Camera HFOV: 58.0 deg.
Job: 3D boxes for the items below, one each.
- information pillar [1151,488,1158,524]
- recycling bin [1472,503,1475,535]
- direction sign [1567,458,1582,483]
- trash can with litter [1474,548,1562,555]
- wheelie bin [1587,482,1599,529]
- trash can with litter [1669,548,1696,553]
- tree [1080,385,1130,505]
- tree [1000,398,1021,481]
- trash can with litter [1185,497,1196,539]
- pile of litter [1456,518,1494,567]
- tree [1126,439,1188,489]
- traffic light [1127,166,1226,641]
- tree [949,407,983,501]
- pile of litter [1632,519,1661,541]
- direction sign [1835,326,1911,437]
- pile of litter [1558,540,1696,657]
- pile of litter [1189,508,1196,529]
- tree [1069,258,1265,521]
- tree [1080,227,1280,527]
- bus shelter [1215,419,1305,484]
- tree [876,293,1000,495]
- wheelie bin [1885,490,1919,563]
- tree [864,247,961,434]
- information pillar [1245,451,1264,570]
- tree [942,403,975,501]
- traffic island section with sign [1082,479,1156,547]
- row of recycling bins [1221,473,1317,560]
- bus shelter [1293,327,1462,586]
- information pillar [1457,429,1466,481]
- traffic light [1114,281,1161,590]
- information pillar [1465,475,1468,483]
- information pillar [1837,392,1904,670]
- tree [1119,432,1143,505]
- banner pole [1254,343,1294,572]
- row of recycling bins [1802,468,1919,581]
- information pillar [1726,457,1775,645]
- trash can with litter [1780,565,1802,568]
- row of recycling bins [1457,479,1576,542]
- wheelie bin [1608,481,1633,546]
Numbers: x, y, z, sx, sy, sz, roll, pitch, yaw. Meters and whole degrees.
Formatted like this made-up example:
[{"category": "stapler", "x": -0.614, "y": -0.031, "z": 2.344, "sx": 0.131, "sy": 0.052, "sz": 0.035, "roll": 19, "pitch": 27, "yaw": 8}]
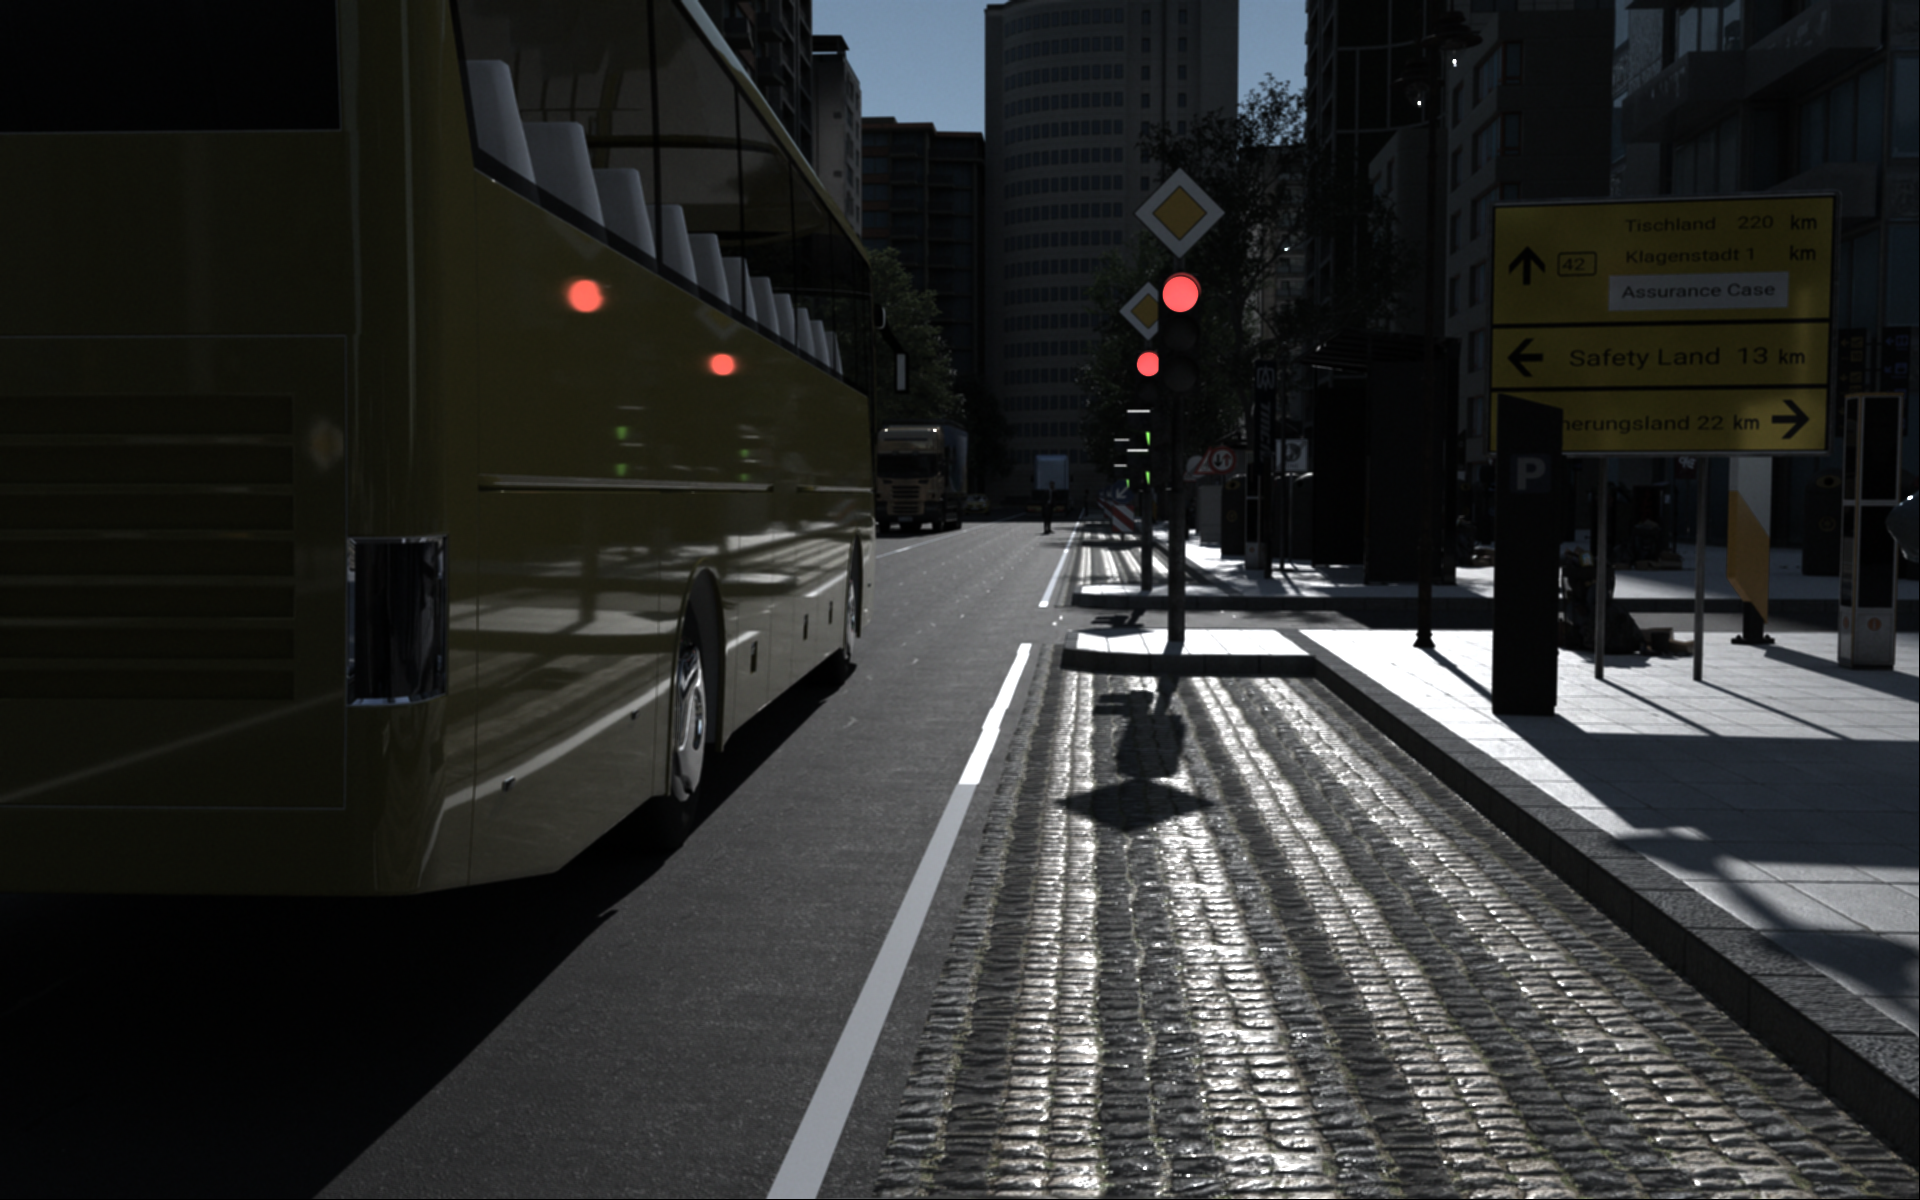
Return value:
[{"category": "information pillar", "x": 8.293, "y": -5.071, "z": 74.258, "sx": 0.183, "sy": 3.616, "sz": 0.504, "roll": -2, "pitch": 4, "yaw": -24}, {"category": "recycling bin", "x": 14.118, "y": -2.243, "z": 49.223, "sx": 0.722, "sy": 1.027, "sz": 0.722, "roll": -1, "pitch": 4, "yaw": -17}, {"category": "direction sign", "x": 20.526, "y": -4.057, "z": 58.322, "sx": 0.876, "sy": 3.537, "sz": 0.379, "roll": -1, "pitch": 4, "yaw": -8}, {"category": "trash can with litter", "x": 11.421, "y": -1.530, "z": 36.072, "sx": 2.233, "sy": 1.210, "sz": 1.678, "roll": 2, "pitch": 4, "yaw": 26}, {"category": "wheelie bin", "x": 16.490, "y": -2.228, "z": 44.344, "sx": 0.980, "sy": 1.594, "sz": 0.693, "roll": -2, "pitch": 4, "yaw": -33}, {"category": "trash can with litter", "x": 15.446, "y": -1.687, "z": 38.640, "sx": 1.678, "sy": 1.210, "sz": 2.233, "roll": 1, "pitch": 4, "yaw": 17}, {"category": "tree", "x": 13.934, "y": -13.879, "z": 145.051, "sx": 7.486, "sy": 12.596, "sz": 7.792, "roll": 0, "pitch": 3, "yaw": 0}, {"category": "tree", "x": 0.895, "y": -14.693, "z": 157.240, "sx": 9.611, "sy": 12.733, "sz": 9.660, "roll": 0, "pitch": 3, "yaw": 0}, {"category": "trash can with litter", "x": 6.319, "y": -2.316, "z": 49.251, "sx": 0.624, "sy": 1.170, "sz": 1.055, "roll": 1, "pitch": 4, "yaw": 10}, {"category": "pile of litter", "x": 9.334, "y": -1.055, "z": 31.222, "sx": 1.719, "sy": 0.858, "sz": 1.176, "roll": -3, "pitch": 5, "yaw": -44}, {"category": "tree", "x": 13.741, "y": -10.926, "z": 128.999, "sx": 4.737, "sy": 8.622, "sz": 4.395, "roll": 0, "pitch": 3, "yaw": 0}, {"category": "traffic light", "x": 1.873, "y": -1.597, "z": 15.034, "sx": 0.839, "sy": 4.253, "sz": 0.868, "roll": 0, "pitch": 4, "yaw": 4}, {"category": "tree", "x": -0.295, "y": -11.987, "z": 146.351, "sx": 4.737, "sy": 8.622, "sz": 4.395, "roll": 0, "pitch": 3, "yaw": 0}, {"category": "pile of litter", "x": 11.721, "y": -0.939, "z": 29.322, "sx": 1.719, "sy": 0.858, "sz": 1.176, "roll": 1, "pitch": 4, "yaw": 21}, {"category": "direction sign", "x": 12.415, "y": -1.934, "z": 23.622, "sx": 0.876, "sy": 3.537, "sz": 0.379, "roll": 2, "pitch": 4, "yaw": 28}, {"category": "pile of litter", "x": 5.403, "y": -0.029, "z": 14.432, "sx": 1.176, "sy": 0.858, "sz": 1.719, "roll": 0, "pitch": 4, "yaw": -4}, {"category": "pile of litter", "x": 8.850, "y": -3.092, "z": 64.527, "sx": 1.176, "sy": 0.858, "sz": 1.719, "roll": 0, "pitch": 4, "yaw": -2}, {"category": "tree", "x": 9.843, "y": -10.163, "z": 83.177, "sx": 9.611, "sy": 12.733, "sz": 9.660, "roll": 0, "pitch": 3, "yaw": 0}, {"category": "tree", "x": 8.381, "y": -8.607, "z": 66.481, "sx": 9.928, "sy": 11.665, "sz": 9.643, "roll": 0, "pitch": 3, "yaw": 0}, {"category": "bus shelter", "x": 8.451, "y": -3.384, "z": 49.249, "sx": 2.014, "sy": 3.302, "sz": 5.546, "roll": 0, "pitch": 4, "yaw": 4}, {"category": "tree", "x": -3.685, "y": -11.037, "z": 97.461, "sx": 9.611, "sy": 12.733, "sz": 9.660, "roll": 0, "pitch": 3, "yaw": 0}, {"category": "wheelie bin", "x": 2.979, "y": 0.204, "z": 4.573, "sx": 0.980, "sy": 1.594, "sz": 0.693, "roll": 1, "pitch": 4, "yaw": 22}, {"category": "tree", "x": -3.857, "y": -9.863, "z": 79.392, "sx": 7.486, "sy": 12.596, "sz": 7.792, "roll": 0, "pitch": 3, "yaw": 0}, {"category": "information pillar", "x": 5.052, "y": -1.526, "z": 29.435, "sx": 0.304, "sy": 2.012, "sz": 0.304, "roll": 3, "pitch": 5, "yaw": 44}, {"category": "tree", "x": -0.565, "y": -11.220, "z": 133.813, "sx": 4.360, "sy": 8.622, "sz": 3.978, "roll": 0, "pitch": 3, "yaw": 0}, {"category": "traffic island section with sign", "x": 4.360, "y": -2.386, "z": 47.637, "sx": 1.989, "sy": 1.847, "sz": 2.006, "roll": 0, "pitch": 4, "yaw": 4}, {"category": "row of recycling bins", "x": 6.478, "y": -1.732, "z": 35.433, "sx": 1.069, "sy": 1.692, "sz": 3.534, "roll": -1, "pitch": 4, "yaw": -21}, {"category": "bus shelter", "x": 6.465, "y": -2.209, "z": 27.396, "sx": 1.731, "sy": 3.624, "sz": 6.357, "roll": 0, "pitch": 4, "yaw": 4}, {"category": "information pillar", "x": 17.945, "y": -4.339, "z": 62.290, "sx": 0.504, "sy": 3.616, "sz": 0.183, "roll": 3, "pitch": 5, "yaw": 39}, {"category": "traffic light", "x": 2.471, "y": -2.084, "z": 22.996, "sx": 0.839, "sy": 4.253, "sz": 0.868, "roll": 0, "pitch": 4, "yaw": 4}, {"category": "information pillar", "x": 18.998, "y": -3.730, "z": 65.484, "sx": 0.304, "sy": 2.012, "sz": 0.304, "roll": 2, "pitch": 4, "yaw": 35}, {"category": "information pillar", "x": 6.665, "y": -0.501, "z": 12.688, "sx": 0.304, "sy": 2.012, "sz": 0.304, "roll": 1, "pitch": 4, "yaw": 8}, {"category": "tree", "x": 15.638, "y": -12.645, "z": 157.100, "sx": 4.360, "sy": 8.622, "sz": 3.978, "roll": 0, "pitch": 3, "yaw": 0}, {"category": "banner pole", "x": 5.161, "y": -2.360, "z": 28.611, "sx": 0.863, "sy": 3.779, "sz": 0.401, "roll": -2, "pitch": 4, "yaw": -30}, {"category": "row of recycling bins", "x": 14.354, "y": -1.163, "z": 26.130, "sx": 1.069, "sy": 1.692, "sz": 3.534, "roll": -2, "pitch": 4, "yaw": -25}, {"category": "information pillar", "x": 6.738, "y": -1.429, "z": 14.719, "sx": 0.504, "sy": 3.616, "sz": 0.183, "roll": -2, "pitch": 4, "yaw": -32}, {"category": "trash can with litter", "x": 15.286, "y": -1.136, "z": 29.633, "sx": 2.233, "sy": 1.210, "sz": 1.678, "roll": 2, "pitch": 4, "yaw": 28}, {"category": "row of recycling bins", "x": 14.863, "y": -2.446, "z": 47.098, "sx": 3.534, "sy": 1.692, "sz": 1.069, "roll": 1, "pitch": 4, "yaw": 8}, {"category": "wheelie bin", "x": 16.246, "y": -2.123, "z": 42.619, "sx": 0.693, "sy": 1.594, "sz": 0.980, "roll": 2, "pitch": 4, "yaw": 26}]
